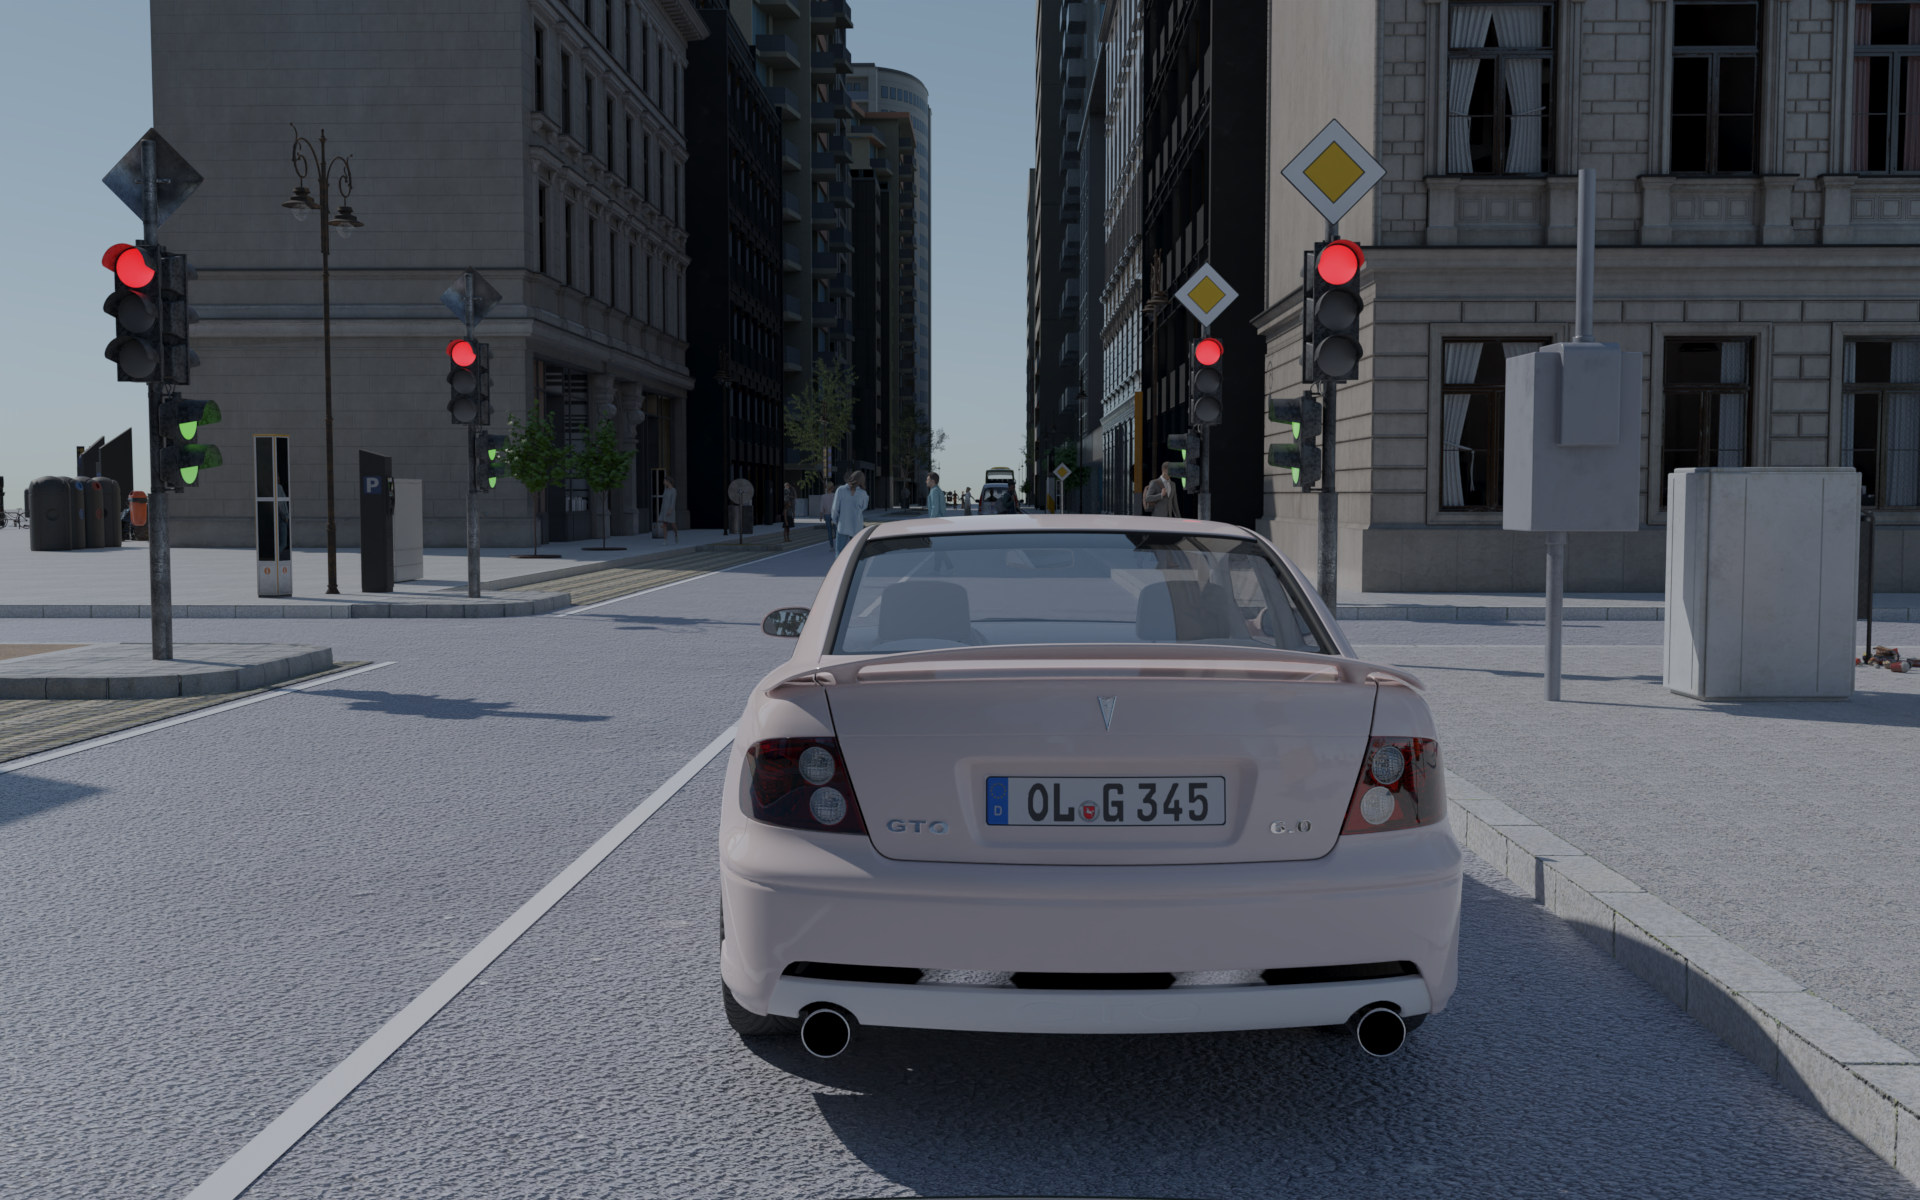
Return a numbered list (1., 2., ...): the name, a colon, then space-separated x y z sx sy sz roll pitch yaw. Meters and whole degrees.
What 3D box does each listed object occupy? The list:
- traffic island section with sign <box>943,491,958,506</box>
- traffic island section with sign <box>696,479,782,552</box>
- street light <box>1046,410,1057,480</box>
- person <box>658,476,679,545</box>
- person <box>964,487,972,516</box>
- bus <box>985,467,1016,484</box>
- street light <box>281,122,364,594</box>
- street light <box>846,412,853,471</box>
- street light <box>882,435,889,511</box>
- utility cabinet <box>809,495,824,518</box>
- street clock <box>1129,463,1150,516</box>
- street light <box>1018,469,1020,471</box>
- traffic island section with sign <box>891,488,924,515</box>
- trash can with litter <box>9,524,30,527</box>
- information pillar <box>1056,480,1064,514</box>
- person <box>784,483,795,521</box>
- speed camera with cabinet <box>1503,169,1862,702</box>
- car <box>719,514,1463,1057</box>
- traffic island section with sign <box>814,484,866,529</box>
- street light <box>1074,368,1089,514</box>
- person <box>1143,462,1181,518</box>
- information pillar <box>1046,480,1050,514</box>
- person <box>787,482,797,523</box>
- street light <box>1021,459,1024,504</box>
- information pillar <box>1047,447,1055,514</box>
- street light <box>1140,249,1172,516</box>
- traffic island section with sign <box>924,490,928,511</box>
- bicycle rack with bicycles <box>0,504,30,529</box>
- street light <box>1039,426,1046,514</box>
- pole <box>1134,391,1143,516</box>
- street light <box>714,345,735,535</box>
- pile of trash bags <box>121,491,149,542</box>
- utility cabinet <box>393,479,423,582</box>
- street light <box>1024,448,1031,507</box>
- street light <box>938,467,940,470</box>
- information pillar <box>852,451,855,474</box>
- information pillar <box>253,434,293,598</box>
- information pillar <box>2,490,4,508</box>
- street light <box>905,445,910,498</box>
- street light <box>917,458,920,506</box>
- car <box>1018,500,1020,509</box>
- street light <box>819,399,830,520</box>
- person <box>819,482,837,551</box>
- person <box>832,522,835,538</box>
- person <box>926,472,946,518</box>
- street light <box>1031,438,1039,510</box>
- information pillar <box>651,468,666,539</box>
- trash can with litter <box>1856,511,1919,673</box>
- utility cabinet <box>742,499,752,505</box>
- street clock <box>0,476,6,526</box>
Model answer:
1. traffic island section with sign: -1.231 -13.568 230.457 1.989 1.847 2.006 0 4 1
2. traffic island section with sign: -5.528 -2.142 43.650 1.989 1.847 2.006 0 4 1
3. street light: 5.132 -7.492 95.281 0.468 5.910 1.993 0 4 1
4. person: -7.307 -2.246 43.513 0.466 1.731 0.760 1 4 10
5. person: 0.471 -4.768 86.684 0.641 1.798 0.478 1 4 18
6. bus: 3.619 -10.035 155.624 2.896 3.916 12.252 0 4 2
7. street light: -8.059 -3.014 22.074 0.468 5.910 1.993 0 4 1
8. street light: -6.295 -7.667 98.141 0.468 5.910 1.993 0 4 1
9. street light: -5.537 -9.595 129.660 0.468 5.910 1.993 0 4 1
10. utility cabinet: -7.705 -5.082 94.250 1.020 1.237 0.306 0 4 0
11. street clock: 4.239 -2.222 40.893 0.358 2.002 0.471 -3 4 -38
12. street light: 8.072 -15.403 224.634 0.468 5.910 1.993 0 4 1
13. traffic island section with sign: -3.756 -6.862 120.820 1.989 1.847 2.006 0 4 1
14. trash can with litter: -36.323 -3.477 67.908 2.233 1.210 1.678 -2 4 -35
15. information pillar: 5.265 -5.290 90.984 0.304 2.012 0.304 3 5 44
16. person: -8.094 -4.629 81.902 0.590 1.801 0.661 3 4 36
17. speed camera with cabinet: 4.510 -1.010 10.856 2.038 3.252 0.660 0 4 -1
18. car: 0.297 0.391 5.969 2.083 1.381 4.827 0 4 0
19. traffic island section with sign: -4.894 -3.807 70.867 1.989 1.847 2.006 0 4 1
20. street light: 4.453 -5.558 63.664 0.468 5.910 1.993 0 4 1
21. person: 3.471 -1.452 29.742 0.622 1.834 0.822 -3 5 -44
22. information pillar: 4.811 -5.403 92.829 0.304 2.012 0.304 2 4 29
23. person: -7.004 -3.992 71.657 0.374 1.781 0.599 -2 4 -31
24. street light: 7.369 -13.522 193.869 0.468 5.910 1.993 0 4 1
25. information pillar: 4.559 -5.827 86.629 0.183 3.616 0.504 3 5 43
26. street light: 3.703 -3.677 32.900 0.468 5.910 1.993 0 4 1
27. traffic island section with sign: -3.116 -8.544 148.325 1.989 1.847 2.006 0 4 1
28. bicycle rack with bicycles: -35.435 -3.013 62.644 2.925 0.926 2.852 0 4 -6
29. street light: 5.419 -8.344 109.204 0.468 5.910 1.993 0 4 1
30. pole: 3.549 -2.486 34.485 0.158 3.312 0.155 0 3 0
31. street light: -7.281 -4.945 53.632 0.468 5.910 1.993 0 4 1
32. pile of trash bags: -22.689 -2.291 47.206 1.912 1.369 3.447 -3 4 -38
33. utility cabinet: -8.223 -1.021 25.372 0.318 1.500 1.173 0 4 1
34. street light: 6.896 -12.193 172.146 0.468 5.910 1.993 0 4 1
35. street light: -2.935 -16.557 243.489 0.468 5.910 1.993 0 4 1
36. information pillar: -5.813 -6.325 94.776 0.183 3.616 0.504 -1 4 -16
37. information pillar: -8.496 -1.036 21.428 0.304 2.012 0.304 1 4 14
38. information pillar: -49.048 -5.132 88.407 0.304 2.012 0.304 1 4 8
39. street light: -4.832 -11.476 160.425 0.468 5.910 1.993 0 4 1
40. street light: -4.367 -12.751 181.264 0.468 5.910 1.993 0 4 1
41. car: 3.769 -7.356 132.844 1.945 1.354 3.894 0 4 2
42. street light: -6.593 -6.826 84.396 0.468 5.910 1.993 0 4 1
43. person: -3.110 -2.086 43.281 0.731 1.740 0.598 -1 4 -16
44. person: -3.985 -2.643 56.390 0.362 1.253 0.373 1 4 13
45. person: -0.353 -1.345 30.508 0.620 1.820 0.660 0 4 7
46. street light: 6.202 -10.225 139.966 0.468 5.910 1.993 0 4 1
47. information pillar: -8.673 -2.775 49.858 0.304 2.012 0.304 3 5 45
48. trash can with litter: 6.869 -0.108 12.823 2.233 1.210 1.678 3 5 41
49. utility cabinet: -7.154 -2.864 57.985 0.306 1.237 1.020 0 4 -3
50. street clock: -38.395 -3.961 69.338 0.358 2.002 0.471 -2 4 -33
